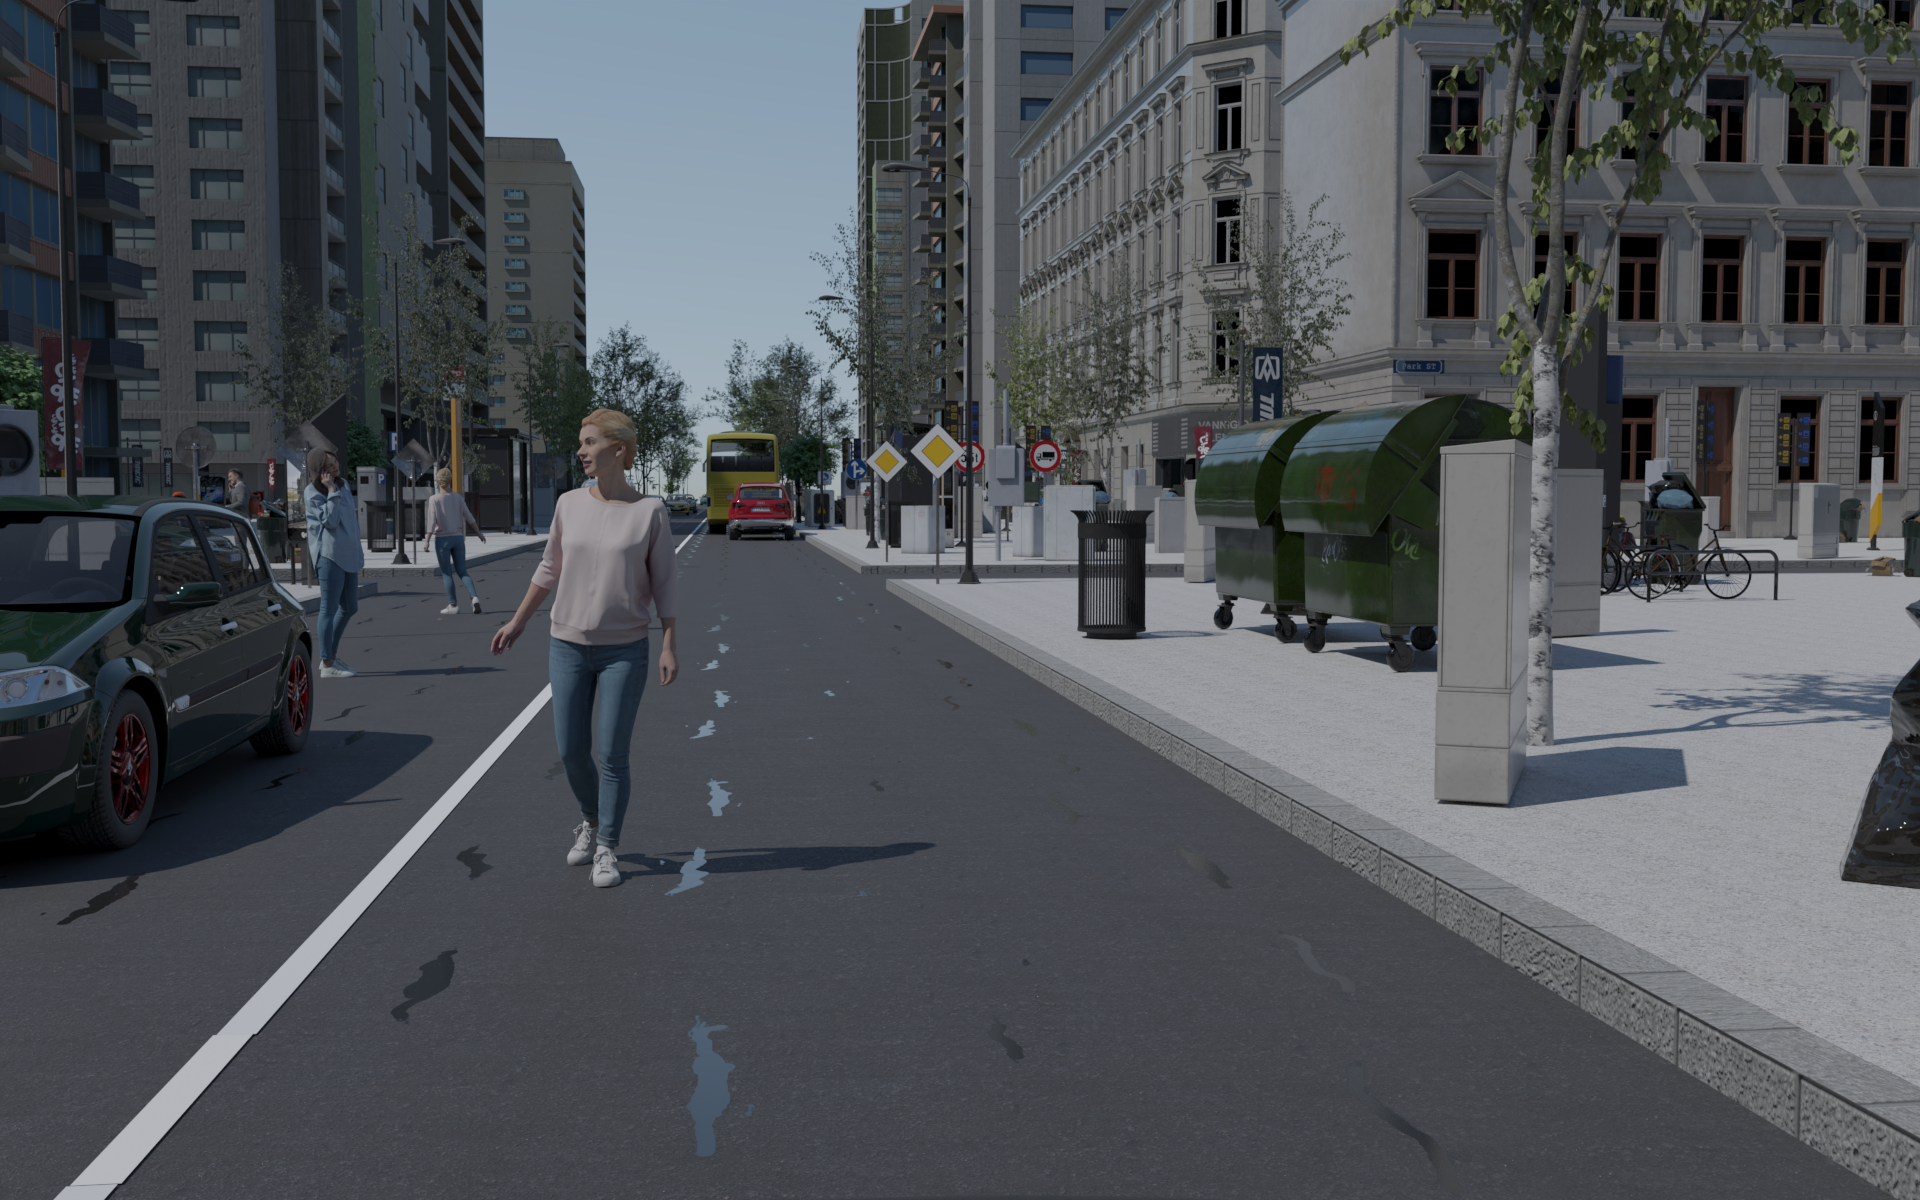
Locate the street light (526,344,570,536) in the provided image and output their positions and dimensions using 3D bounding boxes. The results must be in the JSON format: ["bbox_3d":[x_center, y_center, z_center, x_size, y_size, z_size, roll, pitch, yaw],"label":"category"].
[{"bbox_3d":[-12.725,-4.954,53.533,1.470,5.913,1.316,0,4,-8],"label":"street light"}]

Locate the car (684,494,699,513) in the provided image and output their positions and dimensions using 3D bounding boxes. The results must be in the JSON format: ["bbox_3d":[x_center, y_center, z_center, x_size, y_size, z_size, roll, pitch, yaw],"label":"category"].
[{"bbox_3d":[-20.740,-7.255,130.422,2.131,1.459,4.920,0,4,-7],"label":"car"}]

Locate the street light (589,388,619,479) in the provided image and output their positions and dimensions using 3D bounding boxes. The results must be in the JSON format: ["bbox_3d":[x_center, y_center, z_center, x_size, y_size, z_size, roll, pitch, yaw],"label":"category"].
[{"bbox_3d":[-15.686,-6.337,76.152,1.470,5.913,1.316,0,4,-8],"label":"street light"}]

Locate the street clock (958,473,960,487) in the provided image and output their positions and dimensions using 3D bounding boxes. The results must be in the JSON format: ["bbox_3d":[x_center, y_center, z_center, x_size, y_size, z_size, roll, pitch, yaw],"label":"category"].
[{"bbox_3d":[-0.136,-3.362,59.538,0.358,2.002,0.471,-1,4,-15],"label":"street clock"}]

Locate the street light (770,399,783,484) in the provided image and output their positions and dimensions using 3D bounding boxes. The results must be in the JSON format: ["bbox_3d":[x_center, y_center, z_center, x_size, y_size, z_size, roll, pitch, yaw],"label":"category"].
[{"bbox_3d":[-8.549,-6.862,84.736,1.470,5.913,1.316,0,4,-8],"label":"street light"}]

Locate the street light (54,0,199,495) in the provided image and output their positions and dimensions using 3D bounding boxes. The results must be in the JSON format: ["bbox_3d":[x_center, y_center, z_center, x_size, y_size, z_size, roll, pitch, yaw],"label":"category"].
[{"bbox_3d":[-7.659,-2.654,15.941,1.470,5.913,1.316,0,4,-8],"label":"street light"}]

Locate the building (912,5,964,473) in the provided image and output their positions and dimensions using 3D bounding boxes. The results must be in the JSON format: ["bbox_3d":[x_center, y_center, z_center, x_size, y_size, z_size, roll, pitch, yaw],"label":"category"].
[{"bbox_3d":[7.320,-30.734,157.122,22.147,44.769,28.867,0,4,-8],"label":"building"}]

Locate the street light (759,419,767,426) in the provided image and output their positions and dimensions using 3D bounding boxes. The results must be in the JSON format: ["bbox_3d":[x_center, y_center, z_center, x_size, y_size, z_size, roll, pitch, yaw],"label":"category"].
[{"bbox_3d":[-11.512,-8.221,106.952,1.470,5.913,1.316,0,4,-8],"label":"street light"}]

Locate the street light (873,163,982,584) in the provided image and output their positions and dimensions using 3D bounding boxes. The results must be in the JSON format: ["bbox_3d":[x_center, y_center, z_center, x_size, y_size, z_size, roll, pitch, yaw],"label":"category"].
[{"bbox_3d":[-0.404,-3.181,24.544,1.470,5.913,1.316,0,4,-8],"label":"street light"}]

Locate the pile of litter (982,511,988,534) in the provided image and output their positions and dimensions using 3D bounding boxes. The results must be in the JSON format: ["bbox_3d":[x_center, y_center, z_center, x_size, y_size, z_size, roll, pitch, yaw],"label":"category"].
[{"bbox_3d":[0.307,-2.613,56.684,1.176,0.858,1.719,0,4,-4],"label":"pile of litter"}]

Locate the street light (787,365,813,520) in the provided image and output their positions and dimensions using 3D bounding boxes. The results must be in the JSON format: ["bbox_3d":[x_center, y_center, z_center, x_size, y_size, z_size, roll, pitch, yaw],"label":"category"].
[{"bbox_3d":[-5.544,-5.512,62.655,1.470,5.913,1.316,0,4,-8],"label":"street light"}]

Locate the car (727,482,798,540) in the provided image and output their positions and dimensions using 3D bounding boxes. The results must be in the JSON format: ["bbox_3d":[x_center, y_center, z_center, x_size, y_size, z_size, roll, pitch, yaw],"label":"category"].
[{"bbox_3d":[-6.327,-2.857,55.381,2.281,1.827,5.304,0,4,-6],"label":"car"}]

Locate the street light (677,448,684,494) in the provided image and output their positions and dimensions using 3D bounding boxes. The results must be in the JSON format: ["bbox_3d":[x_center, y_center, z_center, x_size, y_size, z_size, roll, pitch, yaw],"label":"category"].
[{"bbox_3d":[-28.749,-12.311,173.820,1.470,5.913,1.316,0,4,-8],"label":"street light"}]

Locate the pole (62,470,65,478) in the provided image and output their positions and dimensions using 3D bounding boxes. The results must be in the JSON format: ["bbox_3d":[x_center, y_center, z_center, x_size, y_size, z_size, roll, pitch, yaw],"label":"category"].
[{"bbox_3d":[-15.915,-2.264,30.861,0.158,3.312,0.155,0,3,0],"label":"pole"}]

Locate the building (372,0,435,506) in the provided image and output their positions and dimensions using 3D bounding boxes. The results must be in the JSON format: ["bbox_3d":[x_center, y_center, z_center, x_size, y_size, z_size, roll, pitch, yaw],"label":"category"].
[{"bbox_3d":[-50.701,-32.144,114.798,28.713,52.752,27.495,0,4,-8],"label":"building"}]

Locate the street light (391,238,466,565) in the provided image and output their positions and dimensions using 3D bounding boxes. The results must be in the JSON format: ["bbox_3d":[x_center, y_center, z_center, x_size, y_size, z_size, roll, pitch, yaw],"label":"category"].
[{"bbox_3d":[-9.671,-3.609,31.540,1.470,5.913,1.316,0,4,-8],"label":"street light"}]

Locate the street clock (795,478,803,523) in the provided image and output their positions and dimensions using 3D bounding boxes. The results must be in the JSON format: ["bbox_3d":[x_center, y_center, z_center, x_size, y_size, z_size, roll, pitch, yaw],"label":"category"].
[{"bbox_3d":[-7.121,-4.405,76.599,0.358,2.002,0.471,0,4,8],"label":"street clock"}]

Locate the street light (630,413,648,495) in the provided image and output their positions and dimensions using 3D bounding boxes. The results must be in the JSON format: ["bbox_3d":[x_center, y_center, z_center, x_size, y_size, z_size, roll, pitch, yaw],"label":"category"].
[{"bbox_3d":[-18.883,-7.771,99.598,1.470,5.913,1.316,0,4,-8],"label":"street light"}]

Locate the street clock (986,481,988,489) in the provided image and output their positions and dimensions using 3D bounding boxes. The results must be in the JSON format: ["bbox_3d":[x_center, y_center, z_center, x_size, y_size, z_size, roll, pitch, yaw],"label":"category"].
[{"bbox_3d":[1.647,-5.532,95.022,0.471,2.002,0.358,3,5,41],"label":"street clock"}]

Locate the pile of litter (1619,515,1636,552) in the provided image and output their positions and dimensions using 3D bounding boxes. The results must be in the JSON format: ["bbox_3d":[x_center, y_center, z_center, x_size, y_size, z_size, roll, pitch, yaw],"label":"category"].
[{"bbox_3d":[14.410,-1.514,38.724,1.719,0.858,1.176,-2,4,-24],"label":"pile of litter"}]

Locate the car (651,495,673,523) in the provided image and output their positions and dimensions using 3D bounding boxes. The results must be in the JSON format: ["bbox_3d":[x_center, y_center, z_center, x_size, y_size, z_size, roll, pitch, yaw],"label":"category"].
[{"bbox_3d":[-12.497,-3.504,69.294,2.014,1.417,4.499,0,4,-8],"label":"car"}]

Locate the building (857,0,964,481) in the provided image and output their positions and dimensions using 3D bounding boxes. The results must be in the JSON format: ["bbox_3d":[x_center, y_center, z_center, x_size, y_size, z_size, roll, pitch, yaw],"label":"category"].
[{"bbox_3d":[-6.395,-50.019,256.064,20.563,71.187,20.611,0,4,-8],"label":"building"}]

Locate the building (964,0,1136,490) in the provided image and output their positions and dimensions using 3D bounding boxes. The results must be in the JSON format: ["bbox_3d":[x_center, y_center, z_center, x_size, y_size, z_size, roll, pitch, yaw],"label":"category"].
[{"bbox_3d":[10.803,-35.867,128.427,21.231,58.520,28.212,0,4,-8],"label":"building"}]

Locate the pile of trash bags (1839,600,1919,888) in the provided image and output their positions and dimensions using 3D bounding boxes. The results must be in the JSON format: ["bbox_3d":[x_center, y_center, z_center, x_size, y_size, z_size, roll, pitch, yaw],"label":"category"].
[{"bbox_3d":[4.397,0.290,5.006,1.912,1.369,3.447,-2,4,-29],"label":"pile of trash bags"}]

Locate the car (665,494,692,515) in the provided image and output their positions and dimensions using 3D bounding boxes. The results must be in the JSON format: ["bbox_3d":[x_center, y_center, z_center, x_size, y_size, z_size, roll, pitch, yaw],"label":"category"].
[{"bbox_3d":[-19.217,-6.555,117.394,2.015,1.641,3.980,-1,4,-9],"label":"car"}]

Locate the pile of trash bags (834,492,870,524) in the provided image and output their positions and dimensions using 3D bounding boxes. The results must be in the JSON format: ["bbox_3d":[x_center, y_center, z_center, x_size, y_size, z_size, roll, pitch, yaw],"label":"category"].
[{"bbox_3d":[-4.584,-4.017,75.425,1.912,1.369,3.447,1,4,20],"label":"pile of trash bags"}]

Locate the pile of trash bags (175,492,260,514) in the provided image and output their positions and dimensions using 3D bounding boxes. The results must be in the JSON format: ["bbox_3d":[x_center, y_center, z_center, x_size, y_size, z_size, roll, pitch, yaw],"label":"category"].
[{"bbox_3d":[-29.423,-3.664,69.665,1.912,1.369,3.447,1,4,17],"label":"pile of trash bags"}]

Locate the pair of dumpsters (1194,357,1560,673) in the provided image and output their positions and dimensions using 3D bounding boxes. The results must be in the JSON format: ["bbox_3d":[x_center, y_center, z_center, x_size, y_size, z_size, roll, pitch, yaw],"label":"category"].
[{"bbox_3d":[3.301,-0.730,14.432,1.574,2.255,4.437,0,4,-8],"label":"pair of dumpsters"}]

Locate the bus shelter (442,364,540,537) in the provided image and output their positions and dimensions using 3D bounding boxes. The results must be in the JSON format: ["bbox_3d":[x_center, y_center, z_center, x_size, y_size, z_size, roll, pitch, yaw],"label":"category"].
[{"bbox_3d":[-15.222,-4.805,56.193,2.179,5.291,8.768,0,4,-8],"label":"bus shelter"}]

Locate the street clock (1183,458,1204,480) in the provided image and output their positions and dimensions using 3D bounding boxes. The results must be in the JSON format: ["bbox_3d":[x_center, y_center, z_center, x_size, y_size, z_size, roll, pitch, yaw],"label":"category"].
[{"bbox_3d":[4.707,-1.836,34.596,0.471,2.002,0.358,3,5,43],"label":"street clock"}]

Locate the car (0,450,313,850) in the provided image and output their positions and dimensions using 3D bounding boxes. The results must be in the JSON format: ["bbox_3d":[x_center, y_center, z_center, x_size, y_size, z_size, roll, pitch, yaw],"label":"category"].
[{"bbox_3d":[-4.335,0.102,8.117,2.009,1.686,4.222,0,4,-7],"label":"car"}]

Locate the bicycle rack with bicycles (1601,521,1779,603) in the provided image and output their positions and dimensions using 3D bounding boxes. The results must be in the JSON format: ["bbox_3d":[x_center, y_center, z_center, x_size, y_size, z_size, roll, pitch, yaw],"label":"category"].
[{"bbox_3d":[8.591,-0.503,21.604,2.925,0.926,2.852,-1,4,-13],"label":"bicycle rack with bicycles"}]

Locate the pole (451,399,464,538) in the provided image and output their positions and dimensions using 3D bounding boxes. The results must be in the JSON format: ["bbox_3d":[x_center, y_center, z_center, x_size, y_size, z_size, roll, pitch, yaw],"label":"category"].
[{"bbox_3d":[-10.783,-2.649,37.158,0.158,3.312,0.155,0,3,0],"label":"pole"}]

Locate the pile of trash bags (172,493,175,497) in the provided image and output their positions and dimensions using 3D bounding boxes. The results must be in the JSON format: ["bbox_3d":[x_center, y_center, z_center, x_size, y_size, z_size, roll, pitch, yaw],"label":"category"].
[{"bbox_3d":[-34.192,-4.236,79.007,3.447,1.369,1.912,0,4,-2],"label":"pile of trash bags"}]

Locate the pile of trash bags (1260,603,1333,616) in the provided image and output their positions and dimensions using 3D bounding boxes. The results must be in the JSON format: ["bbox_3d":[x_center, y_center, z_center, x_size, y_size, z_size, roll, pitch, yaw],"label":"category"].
[{"bbox_3d":[4.706,-0.598,19.535,1.912,1.369,3.447,2,4,28],"label":"pile of trash bags"}]

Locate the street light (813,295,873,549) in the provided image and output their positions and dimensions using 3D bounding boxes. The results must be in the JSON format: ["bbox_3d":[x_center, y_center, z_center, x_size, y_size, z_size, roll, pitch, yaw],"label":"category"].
[{"bbox_3d":[-2.604,-4.166,40.647,1.470,5.913,1.316,0,4,-8],"label":"street light"}]

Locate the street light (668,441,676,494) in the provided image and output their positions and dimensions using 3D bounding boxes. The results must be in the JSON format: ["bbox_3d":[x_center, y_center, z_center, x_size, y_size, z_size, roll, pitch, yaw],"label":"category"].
[{"bbox_3d":[-25.819,-10.965,151.811,1.470,5.913,1.316,0,4,-8],"label":"street light"}]

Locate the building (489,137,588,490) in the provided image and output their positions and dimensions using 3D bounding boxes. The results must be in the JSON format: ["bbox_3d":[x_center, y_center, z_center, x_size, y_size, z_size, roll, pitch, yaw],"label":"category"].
[{"bbox_3d":[-63.047,-37.573,238.012,21.300,48.544,21.600,0,4,-8],"label":"building"}]

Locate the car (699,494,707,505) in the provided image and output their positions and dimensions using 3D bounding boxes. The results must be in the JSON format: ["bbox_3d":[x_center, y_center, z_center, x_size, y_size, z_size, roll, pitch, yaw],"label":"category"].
[{"bbox_3d":[-32.725,-13.010,224.518,2.131,1.459,4.920,0,4,-6],"label":"car"}]

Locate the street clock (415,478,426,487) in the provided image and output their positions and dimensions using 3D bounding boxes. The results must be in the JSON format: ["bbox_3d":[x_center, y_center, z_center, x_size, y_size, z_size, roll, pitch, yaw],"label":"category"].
[{"bbox_3d":[-24.328,-4.500,78.147,0.471,2.002,0.358,-2,4,-26],"label":"street clock"}]

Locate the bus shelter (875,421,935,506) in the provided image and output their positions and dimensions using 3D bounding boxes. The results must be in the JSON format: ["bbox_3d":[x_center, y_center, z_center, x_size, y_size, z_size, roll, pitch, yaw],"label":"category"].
[{"bbox_3d":[-1.853,-4.055,57.576,1.731,3.624,6.357,0,4,-8],"label":"bus shelter"}]

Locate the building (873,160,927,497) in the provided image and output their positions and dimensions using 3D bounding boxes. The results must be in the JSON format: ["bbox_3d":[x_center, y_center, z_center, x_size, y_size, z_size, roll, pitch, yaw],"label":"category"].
[{"bbox_3d":[-3.955,-32.533,215.506,14.154,41.232,14.086,0,4,-8],"label":"building"}]

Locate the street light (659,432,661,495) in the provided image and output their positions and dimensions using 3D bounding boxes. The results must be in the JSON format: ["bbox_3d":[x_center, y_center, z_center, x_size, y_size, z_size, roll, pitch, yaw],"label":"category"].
[{"bbox_3d":[-22.809,-9.583,129.224,1.470,5.913,1.316,0,4,-8],"label":"street light"}]

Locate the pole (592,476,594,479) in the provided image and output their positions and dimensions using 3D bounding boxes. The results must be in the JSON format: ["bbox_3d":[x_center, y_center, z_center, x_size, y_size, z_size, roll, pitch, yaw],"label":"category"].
[{"bbox_3d":[-21.795,-6.669,102.873,0.158,3.312,0.155,0,3,0],"label":"pole"}]

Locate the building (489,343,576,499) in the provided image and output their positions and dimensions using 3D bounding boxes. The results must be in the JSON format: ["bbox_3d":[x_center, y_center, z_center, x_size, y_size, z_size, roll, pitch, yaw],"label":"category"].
[{"bbox_3d":[-62.795,-22.532,213.445,27.650,21.520,28.899,0,4,-8],"label":"building"}]
